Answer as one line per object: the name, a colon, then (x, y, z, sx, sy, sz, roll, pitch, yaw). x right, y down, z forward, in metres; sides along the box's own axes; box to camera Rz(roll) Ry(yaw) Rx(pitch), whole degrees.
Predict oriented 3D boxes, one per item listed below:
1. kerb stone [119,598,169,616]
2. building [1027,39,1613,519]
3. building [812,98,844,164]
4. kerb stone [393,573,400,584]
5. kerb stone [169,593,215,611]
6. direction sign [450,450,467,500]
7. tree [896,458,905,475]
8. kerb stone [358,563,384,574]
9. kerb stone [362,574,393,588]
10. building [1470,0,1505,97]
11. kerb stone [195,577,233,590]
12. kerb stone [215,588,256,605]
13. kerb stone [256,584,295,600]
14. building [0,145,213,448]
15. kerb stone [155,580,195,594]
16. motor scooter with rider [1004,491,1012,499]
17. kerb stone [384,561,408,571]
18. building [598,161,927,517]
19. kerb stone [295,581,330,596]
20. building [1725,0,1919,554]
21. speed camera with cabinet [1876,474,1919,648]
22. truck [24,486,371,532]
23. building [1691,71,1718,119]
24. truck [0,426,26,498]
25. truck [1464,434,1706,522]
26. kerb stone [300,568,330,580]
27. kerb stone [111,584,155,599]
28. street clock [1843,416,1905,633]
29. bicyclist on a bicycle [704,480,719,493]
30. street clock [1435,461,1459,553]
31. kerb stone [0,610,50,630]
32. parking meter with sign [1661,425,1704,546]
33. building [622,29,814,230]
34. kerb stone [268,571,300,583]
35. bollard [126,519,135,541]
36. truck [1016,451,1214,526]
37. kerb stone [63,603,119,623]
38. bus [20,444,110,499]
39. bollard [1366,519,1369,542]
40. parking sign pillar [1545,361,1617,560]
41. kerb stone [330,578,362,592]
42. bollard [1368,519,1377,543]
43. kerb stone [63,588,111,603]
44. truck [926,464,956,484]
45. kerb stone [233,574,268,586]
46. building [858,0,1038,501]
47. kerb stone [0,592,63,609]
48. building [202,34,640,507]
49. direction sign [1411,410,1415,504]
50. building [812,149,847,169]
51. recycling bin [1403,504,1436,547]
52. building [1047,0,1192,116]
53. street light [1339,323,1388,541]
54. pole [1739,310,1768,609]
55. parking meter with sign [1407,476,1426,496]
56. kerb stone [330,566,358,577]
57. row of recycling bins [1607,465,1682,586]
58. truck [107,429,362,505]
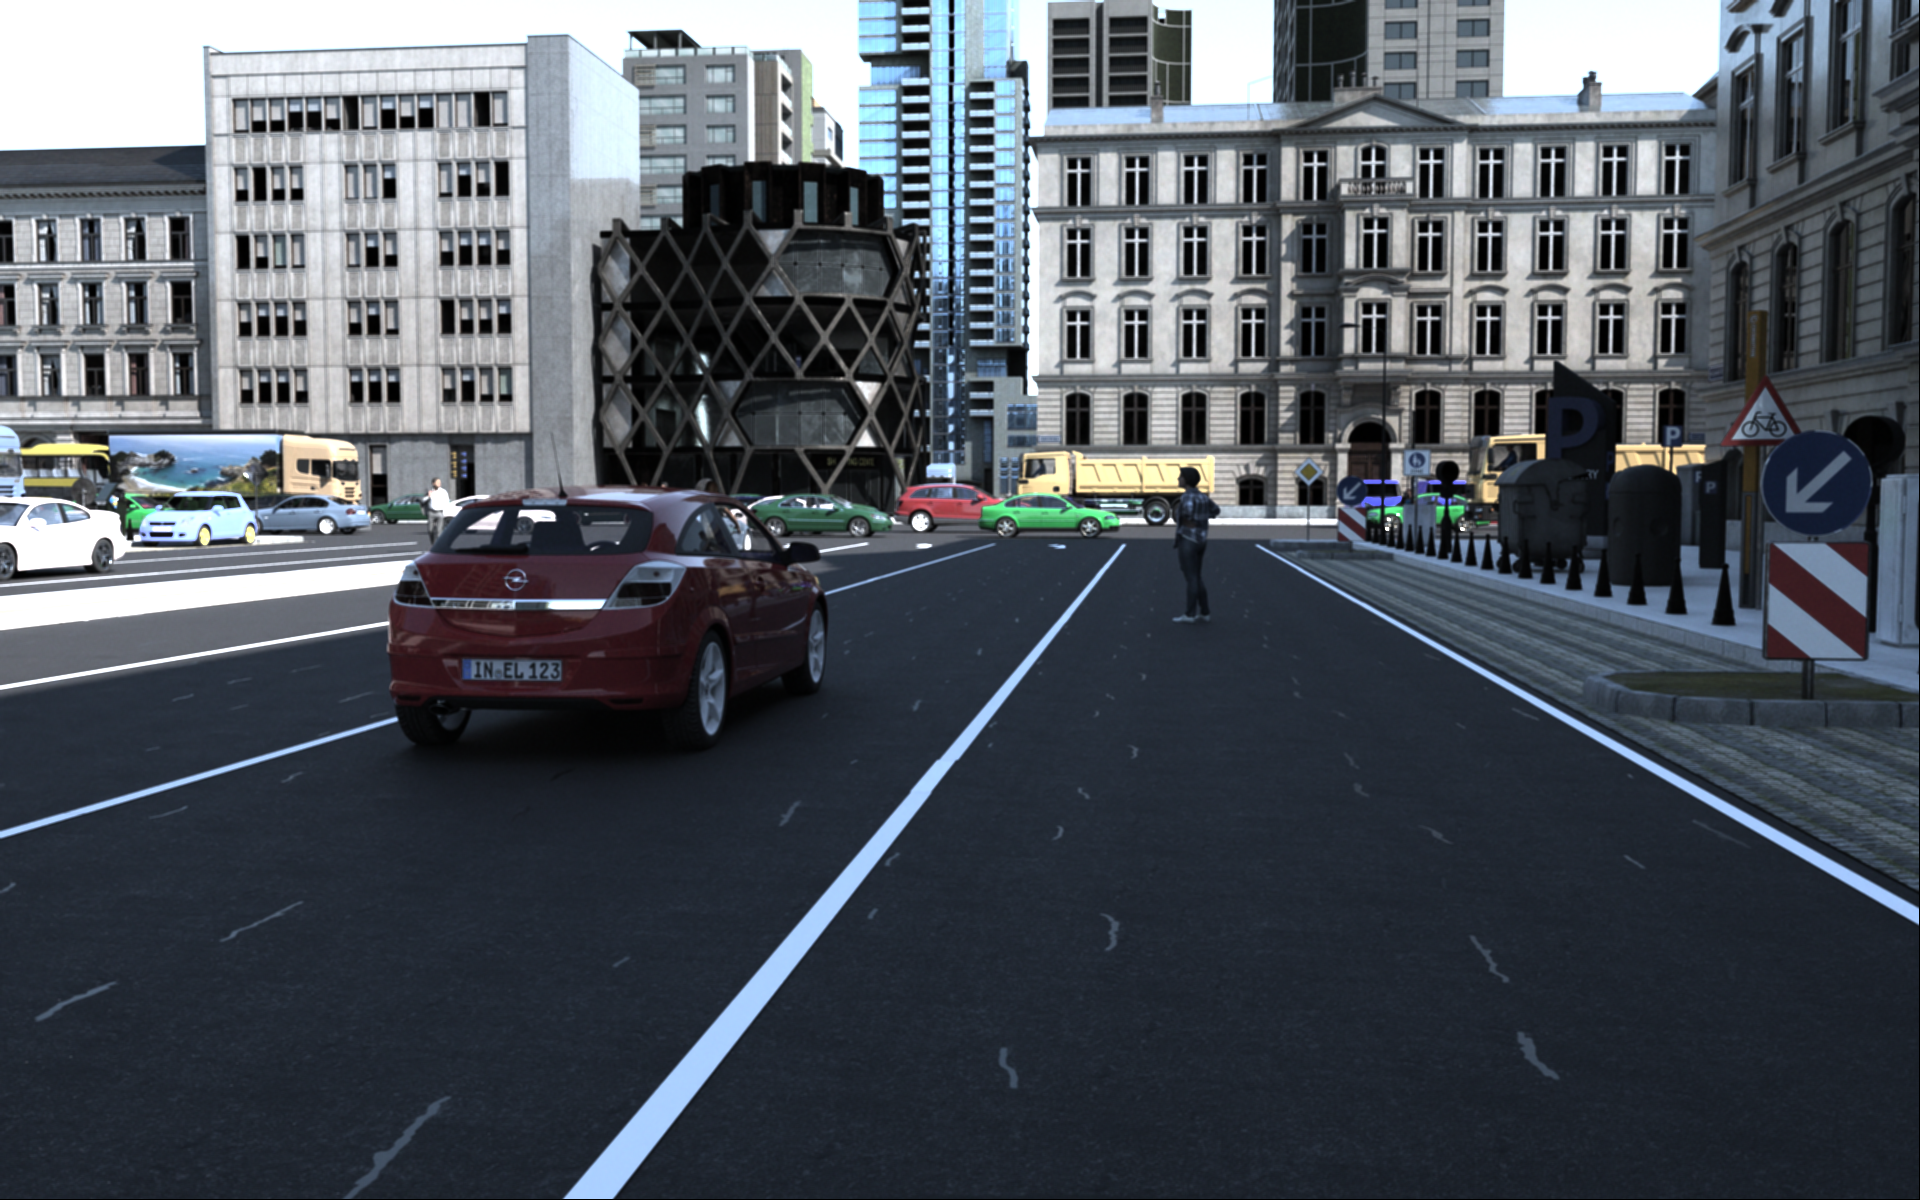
kerb stone: (-9.844, 0.089, 20.738, 0.120, 0.150, 1.000, 0, 4, 7)
building: (21.335, -16.719, 92.444, 34.723, 24.649, 14.460, 0, 4, 7)
building: (-31.958, -44.017, 261.678, 28.212, 58.520, 21.231, 0, 4, 7)
kerb stone: (-9.003, -0.348, 27.887, 0.120, 0.150, 1.000, 0, 4, 7)
kerb stone: (-9.727, 0.028, 21.762, 0.120, 0.150, 1.000, 0, 4, 7)
direction sign: (-25.706, -5.925, 88.877, 0.876, 3.537, 0.379, -3, 5, -40)
tree: (-7.351, -14.166, 181.977, 4.737, 8.622, 4.395, 0, 3, 0)
kerb stone: (-10.713, -0.553, 31.233, 0.120, 0.150, 1.000, 0, 4, 7)
kerb stone: (-9.120, -0.281, 26.867, 0.120, 0.150, 1.000, 0, 4, 7)
building: (39.910, -44.576, 167.065, 20.563, 71.187, 20.611, 0, 4, 7)
kerb stone: (-11.327, -0.239, 26.107, 0.120, 0.150, 1.000, 0, 4, 7)
kerb stone: (-9.611, -0.036, 22.785, 0.120, 0.150, 1.000, 0, 4, 7)
kerb stone: (-9.490, -0.099, 23.807, 0.120, 0.150, 1.000, 0, 4, 7)
building: (-59.313, -15.198, 99.404, 40.483, 20.767, 10.553, 0, 4, 7)
kerb stone: (-11.451, -0.177, 25.084, 0.120, 0.150, 1.000, 0, 4, 7)
motor scooter with rider: (4.869, -10.144, 174.811, 0.876, 1.779, 1.986, 0, 4, 6)
kerb stone: (-10.595, -0.615, 32.254, 0.120, 0.150, 1.000, 0, 4, 7)
building: (-10.117, -14.076, 97.601, 16.811, 18.784, 16.820, 0, 4, 7)
kerb stone: (-9.364, -0.161, 24.826, 0.120, 0.150, 1.000, 0, 4, 7)
building: (20.917, -12.503, 23.511, 14.460, 24.649, 34.723, 0, 4, 7)
speed camera with cabinet: (8.848, -1.227, 14.390, 2.038, 3.252, 0.660, 1, 4, 11)
truck: (-31.915, -4.644, 65.691, 18.799, 4.110, 2.967, 0, 4, 5)
building: (50.895, -17.759, 87.628, 25.104, 27.353, 12.463, 0, 4, 7)
truck: (-42.435, -4.455, 62.593, 18.799, 4.110, 2.967, 1, 4, 8)
truck: (20.593, -3.677, 56.049, 9.791, 3.379, 3.469, 0, 4, 6)
kerb stone: (-10.961, -0.424, 29.190, 0.120, 0.150, 1.000, 0, 4, 7)
kerb stone: (-11.563, -0.114, 24.063, 0.120, 0.150, 1.000, 0, 4, 7)
street clock: (8.470, -0.705, 16.104, 0.358, 2.002, 0.471, -3, 4, -39)
bicyclist on a bicycle: (-3.346, -0.821, 23.444, 1.499, 1.676, 1.625, 0, 4, 7)
street clock: (10.626, -2.033, 37.812, 0.471, 2.002, 0.358, -1, 4, -22)
kerb stone: (-10.088, 0.214, 18.697, 0.120, 0.150, 1.000, 0, 4, 7)
parking meter with sign: (18.226, -2.871, 43.203, 0.543, 3.016, 1.738, -1, 4, -12)
building: (-21.336, -28.847, 155.243, 14.154, 41.232, 14.086, 0, 4, 7)
kerb stone: (-11.078, -0.357, 28.157, 0.120, 0.150, 1.000, 0, 4, 7)
bollard: (-22.746, -1.922, 47.461, 0.229, 0.601, 0.229, 0, 3, 0)
truck: (6.621, -5.081, 79.002, 9.791, 3.379, 3.469, 1, 4, 8)
kerb stone: (-9.967, 0.152, 19.718, 0.120, 0.150, 1.000, 0, 4, 7)
bus: (-46.254, -5.747, 85.517, 12.252, 3.916, 2.896, 0, 4, 7)
bollard: (11.020, -1.873, 46.669, 0.229, 0.601, 0.229, 0, 3, 0)
parking sign pillar: (12.362, -2.817, 34.536, 1.447, 3.967, 1.447, -3, 5, -42)
kerb stone: (-9.245, -0.223, 25.847, 0.120, 0.150, 1.000, 0, 4, 7)
bollard: (10.839, -1.778, 45.112, 0.229, 0.601, 0.229, 0, 3, 0)
kerb stone: (-11.692, -0.052, 23.042, 0.120, 0.150, 1.000, 0, 4, 7)
truck: (-0.802, -10.373, 159.352, 2.967, 4.110, 18.799, 0, 4, 8)
kerb stone: (-11.202, -0.301, 27.132, 0.120, 0.150, 1.000, 0, 4, 7)
building: (-2.538, -57.788, 257.509, 31.000, 86.520, 22.319, 0, 4, 7)
kerb stone: (-11.806, 0.011, 22.015, 0.120, 0.150, 1.000, 0, 4, 7)
building: (-29.220, -17.034, 96.531, 19.932, 24.808, 12.078, 0, 4, 7)
direction sign: (12.332, -3.374, 47.164, 0.379, 3.537, 0.876, 1, 4, 18)
building: (-22.510, -30.518, 190.856, 23.993, 40.220, 32.217, 0, 4, 7)
recycling bin: (11.335, -1.845, 42.723, 0.722, 1.027, 0.722, 1, 4, 22)
building: (23.482, -49.904, 254.182, 20.611, 71.187, 20.563, 0, 4, 7)
street light: (10.991, -4.565, 47.183, 1.470, 5.913, 1.316, 0, 4, 7)
pole: (8.875, -1.561, 19.373, 0.158, 3.312, 0.155, 0, 3, 0)
parking meter with sign: (22.214, -5.357, 83.845, 1.738, 3.016, 0.543, -3, 4, -36)
kerb stone: (-10.832, -0.490, 30.213, 0.120, 0.150, 1.000, 0, 4, 7)
row of recycling bins: (10.139, -1.133, 25.634, 1.069, 1.692, 3.534, 2, 4, 23)
truck: (-31.601, -5.353, 76.434, 11.283, 4.237, 2.839, 0, 4, 7)
